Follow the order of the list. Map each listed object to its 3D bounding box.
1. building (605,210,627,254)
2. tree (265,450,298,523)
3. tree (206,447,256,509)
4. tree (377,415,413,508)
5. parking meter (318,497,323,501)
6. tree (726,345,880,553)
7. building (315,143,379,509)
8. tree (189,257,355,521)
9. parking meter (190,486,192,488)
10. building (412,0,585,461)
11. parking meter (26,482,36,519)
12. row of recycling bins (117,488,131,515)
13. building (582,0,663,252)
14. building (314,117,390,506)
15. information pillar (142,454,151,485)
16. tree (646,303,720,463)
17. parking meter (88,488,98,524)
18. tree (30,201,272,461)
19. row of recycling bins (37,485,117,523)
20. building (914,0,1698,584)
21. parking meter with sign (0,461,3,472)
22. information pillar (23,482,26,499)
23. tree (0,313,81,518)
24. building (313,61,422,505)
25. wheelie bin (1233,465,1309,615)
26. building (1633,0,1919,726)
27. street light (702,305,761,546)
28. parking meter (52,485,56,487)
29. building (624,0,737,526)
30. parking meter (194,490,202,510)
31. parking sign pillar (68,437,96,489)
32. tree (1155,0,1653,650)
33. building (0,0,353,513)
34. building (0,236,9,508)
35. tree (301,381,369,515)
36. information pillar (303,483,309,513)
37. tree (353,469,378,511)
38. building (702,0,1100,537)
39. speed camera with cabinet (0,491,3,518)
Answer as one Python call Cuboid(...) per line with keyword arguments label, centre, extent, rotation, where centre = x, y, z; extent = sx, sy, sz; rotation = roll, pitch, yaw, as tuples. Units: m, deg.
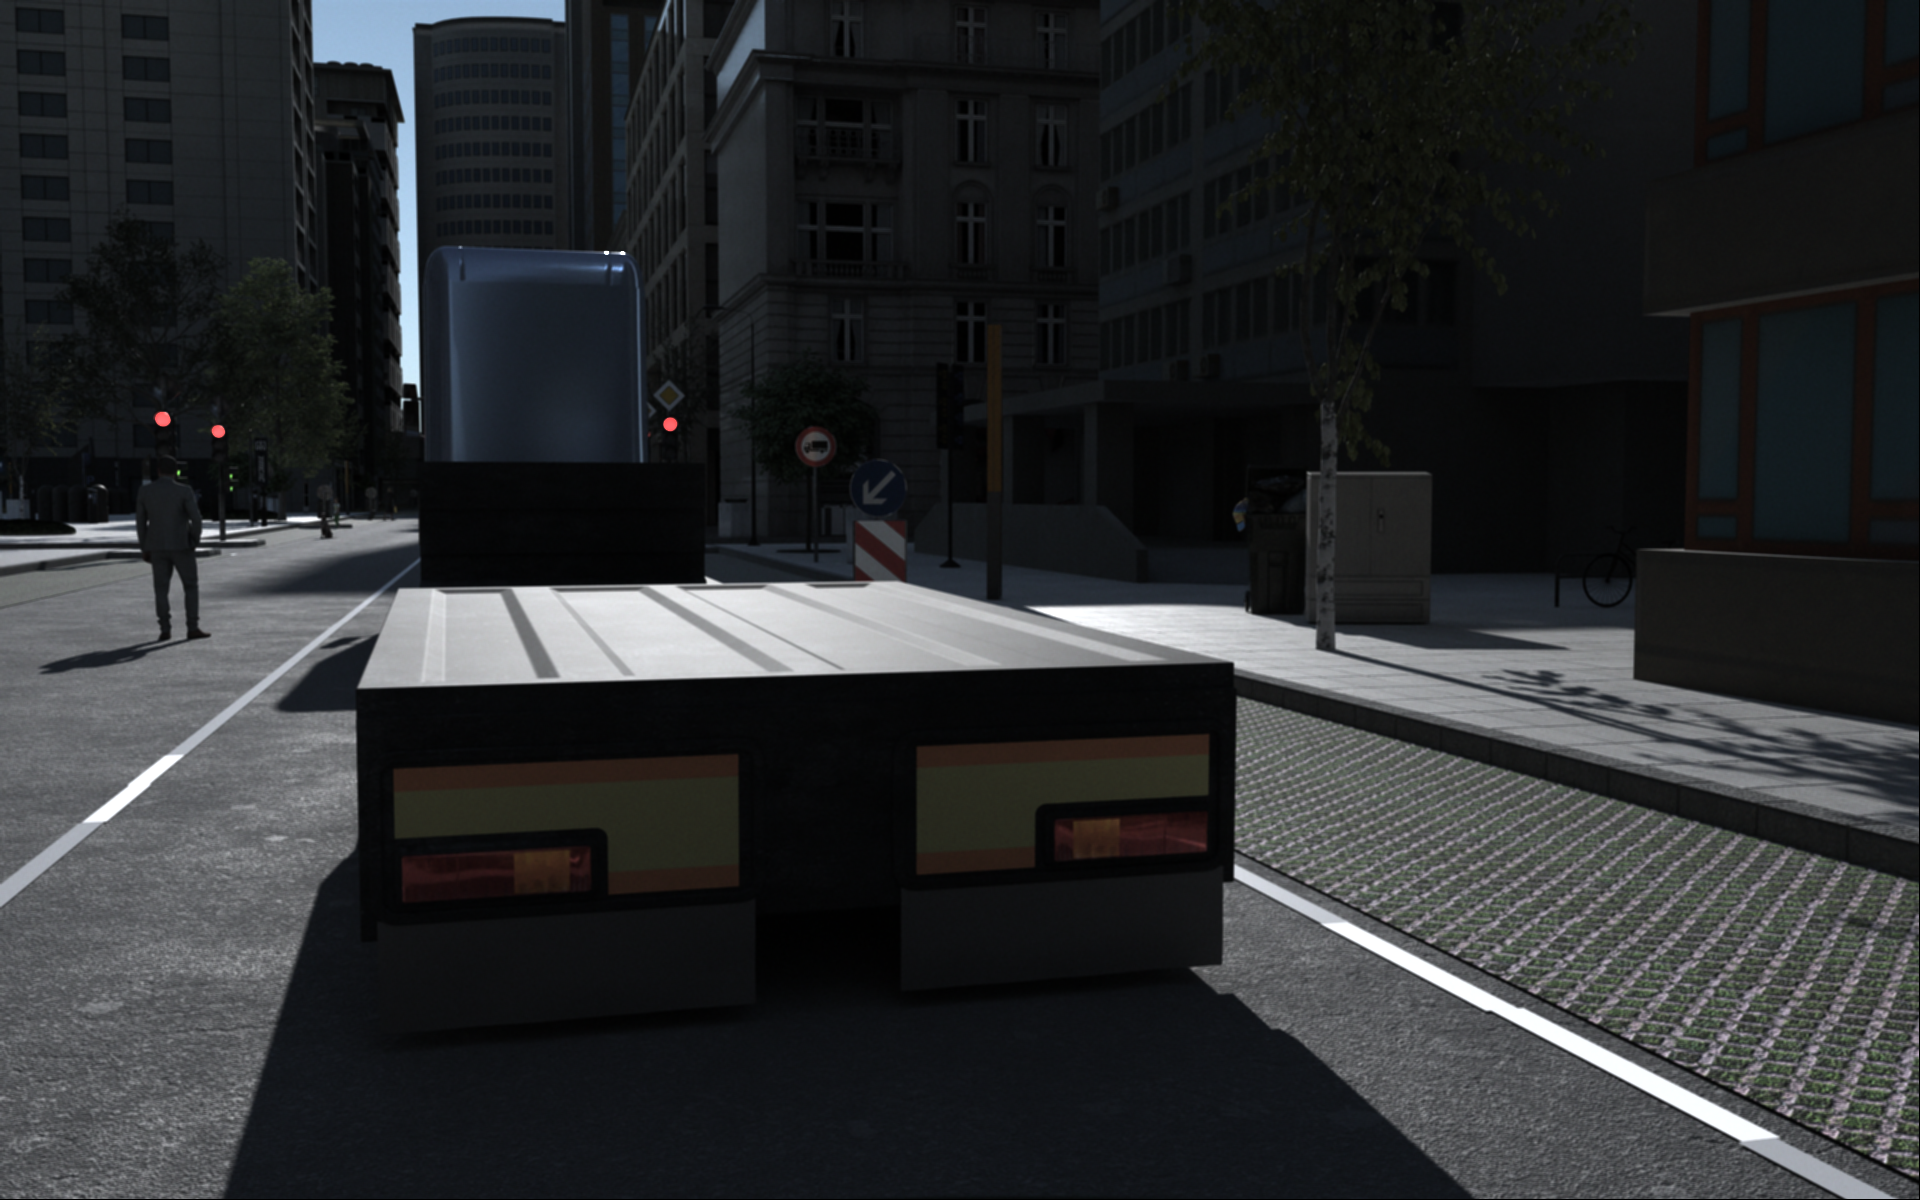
Cuboid(label="building", centre=(-17.078, -17.035, 114.675), extent=(11.583, 22.565, 21.152), rotation=(-1, 4, -15))
Cuboid(label="tree", centre=(-30.516, -5.042, 77.030), extent=(1.663, 3.219, 1.824), rotation=(0, 3, 0))
Cuboid(label="tree", centre=(-45.992, -7.711, 109.791), extent=(4.285, 4.588, 4.351), rotation=(0, 3, 0))
Cuboid(label="tree", centre=(-52.024, -12.733, 158.551), extent=(4.737, 8.622, 4.395), rotation=(0, 3, 0))
Cuboid(label="parking meter", centre=(-42.695, -6.555, 115.591), extent=(0.372, 1.533, 0.369), rotation=(0, 3, 0))
Cuboid(label="tree", centre=(-3.441, -3.336, 38.263), extent=(4.285, 4.588, 4.351), rotation=(0, 3, 0))
Cuboid(label="building", centre=(-56.623, -22.796, 144.417), extent=(14.160, 30.474, 14.107), rotation=(-1, 4, -15))
Cuboid(label="tree", centre=(-33.161, -10.124, 83.658), extent=(7.486, 12.596, 7.792), rotation=(0, 3, 0))
Cuboid(label="parking meter", centre=(-50.138, -6.540, 112.642), extent=(0.399, 1.863, 0.255), rotation=(-2, 4, -27))
Cuboid(label="building", centre=(-51.994, -41.071, 213.515), extent=(28.212, 58.520, 21.231), rotation=(-1, 4, -15))
Cuboid(label="parking meter", centre=(-45.755, -4.867, 85.290), extent=(0.255, 1.863, 0.399), rotation=(0, 4, -2))
Cuboid(label="row of recycling bins", centre=(-52.972, -6.138, 107.469), extent=(1.069, 1.692, 3.534), rotation=(1, 4, 19))
Cuboid(label="building", centre=(-23.657, -30.169, 143.374), extent=(14.600, 45.320, 14.200), rotation=(-1, 4, -15))
Cuboid(label="building", centre=(-70.062, -29.399, 172.562), extent=(23.993, 40.220, 32.217), rotation=(-1, 4, -15))
Cuboid(label="information pillar", centre=(-47.330, -6.698, 100.868), extent=(0.504, 3.616, 0.183), rotation=(0, 3, 0))
Cuboid(label="tree", centre=(-10.736, -7.069, 65.940), extent=(4.360, 8.622, 3.978), rotation=(0, 3, 0))
Cuboid(label="parking meter", centre=(-37.622, -4.082, 75.153), extent=(0.372, 1.533, 0.369), rotation=(0, 3, 0))
Cuboid(label="tree", centre=(-26.222, -7.446, 56.163), extent=(7.601, 10.594, 8.767), rotation=(-2, 4, -30))
Cuboid(label="row of recycling bins", centre=(-39.926, -4.330, 77.910), extent=(3.534, 1.692, 1.069), rotation=(1, 4, 14))
Cuboid(label="building", centre=(16.337, -20.955, 34.492), extent=(32.217, 40.220, 23.993), rotation=(-1, 4, -15))
Cuboid(label="parking meter with sign", centre=(-51.594, -5.884, 92.457), extent=(0.543, 3.016, 1.738), rotation=(-3, 5, -44))
Cuboid(label="information pillar", centre=(-59.026, -6.413, 109.349), extent=(0.304, 2.012, 0.304), rotation=(-1, 4, -11))
Cuboid(label="tree", centre=(-38.507, -7.393, 71.241), extent=(4.360, 8.622, 3.978), rotation=(0, 3, 0))
Cuboid(label="building", centre=(-80.037, -38.016, 210.792), extent=(27.495, 52.752, 28.713), rotation=(-1, 4, -15))
Cuboid(label="wheelie bin", centre=(3.431, -0.654, 18.595), extent=(0.980, 1.594, 0.693), rotation=(0, 4, 6))
Cuboid(label="building", centre=(21.723, -9.534, 0.920), extent=(27.650, 21.520, 28.899), rotation=(-1, 4, -15))
Cuboid(label="street light", centre=(-5.651, -4.297, 42.804), extent=(1.470, 5.913, 1.316), rotation=(-1, 4, -15))
Cuboid(label="parking meter", centre=(-57.516, -6.378, 109.997), extent=(0.255, 1.863, 0.399), rotation=(-2, 4, -31))
Cuboid(label="building", centre=(-5.982, -17.348, 88.158), extent=(19.350, 26.468, 34.151), rotation=(-1, 4, -15))
Cuboid(label="parking meter", centre=(-44.392, -5.657, 100.907), extent=(0.372, 1.533, 0.369), rotation=(0, 3, 0))
Cuboid(label="parking sign pillar", centre=(-40.762, -5.666, 81.112), extent=(1.447, 3.967, 1.447), rotation=(-2, 4, -30))
Cuboid(label="tree", centre=(3.257, -3.895, 14.045), extent=(4.737, 8.622, 4.395), rotation=(0, 3, 0))
Cuboid(label="building", centre=(-55.723, -42.007, 125.061), extent=(20.563, 71.187, 20.611), rotation=(-1, 4, -15))
Cuboid(label="building", centre=(-96.820, -31.536, 170.233), extent=(28.867, 44.769, 22.147), rotation=(-1, 4, -15))
Cuboid(label="tree", centre=(-39.226, -9.652, 108.178), extent=(4.737, 8.622, 4.395), rotation=(0, 3, 0))
Cuboid(label="information pillar", centre=(-43.415, -6.756, 114.954), extent=(0.304, 2.012, 0.304), rotation=(-3, 4, -36))
Cuboid(label="tree", centre=(-45.006, -8.387, 131.730), extent=(1.663, 3.219, 1.824), rotation=(0, 3, 0))
Cuboid(label="building", centre=(3.888, -13.349, 60.063), extent=(24.055, 21.916, 13.314), rotation=(-1, 4, -15))
Cuboid(label="speed camera with cabinet", centre=(-48.484, -5.639, 86.526), extent=(0.660, 3.252, 2.038), rotation=(-3, 5, -44))
